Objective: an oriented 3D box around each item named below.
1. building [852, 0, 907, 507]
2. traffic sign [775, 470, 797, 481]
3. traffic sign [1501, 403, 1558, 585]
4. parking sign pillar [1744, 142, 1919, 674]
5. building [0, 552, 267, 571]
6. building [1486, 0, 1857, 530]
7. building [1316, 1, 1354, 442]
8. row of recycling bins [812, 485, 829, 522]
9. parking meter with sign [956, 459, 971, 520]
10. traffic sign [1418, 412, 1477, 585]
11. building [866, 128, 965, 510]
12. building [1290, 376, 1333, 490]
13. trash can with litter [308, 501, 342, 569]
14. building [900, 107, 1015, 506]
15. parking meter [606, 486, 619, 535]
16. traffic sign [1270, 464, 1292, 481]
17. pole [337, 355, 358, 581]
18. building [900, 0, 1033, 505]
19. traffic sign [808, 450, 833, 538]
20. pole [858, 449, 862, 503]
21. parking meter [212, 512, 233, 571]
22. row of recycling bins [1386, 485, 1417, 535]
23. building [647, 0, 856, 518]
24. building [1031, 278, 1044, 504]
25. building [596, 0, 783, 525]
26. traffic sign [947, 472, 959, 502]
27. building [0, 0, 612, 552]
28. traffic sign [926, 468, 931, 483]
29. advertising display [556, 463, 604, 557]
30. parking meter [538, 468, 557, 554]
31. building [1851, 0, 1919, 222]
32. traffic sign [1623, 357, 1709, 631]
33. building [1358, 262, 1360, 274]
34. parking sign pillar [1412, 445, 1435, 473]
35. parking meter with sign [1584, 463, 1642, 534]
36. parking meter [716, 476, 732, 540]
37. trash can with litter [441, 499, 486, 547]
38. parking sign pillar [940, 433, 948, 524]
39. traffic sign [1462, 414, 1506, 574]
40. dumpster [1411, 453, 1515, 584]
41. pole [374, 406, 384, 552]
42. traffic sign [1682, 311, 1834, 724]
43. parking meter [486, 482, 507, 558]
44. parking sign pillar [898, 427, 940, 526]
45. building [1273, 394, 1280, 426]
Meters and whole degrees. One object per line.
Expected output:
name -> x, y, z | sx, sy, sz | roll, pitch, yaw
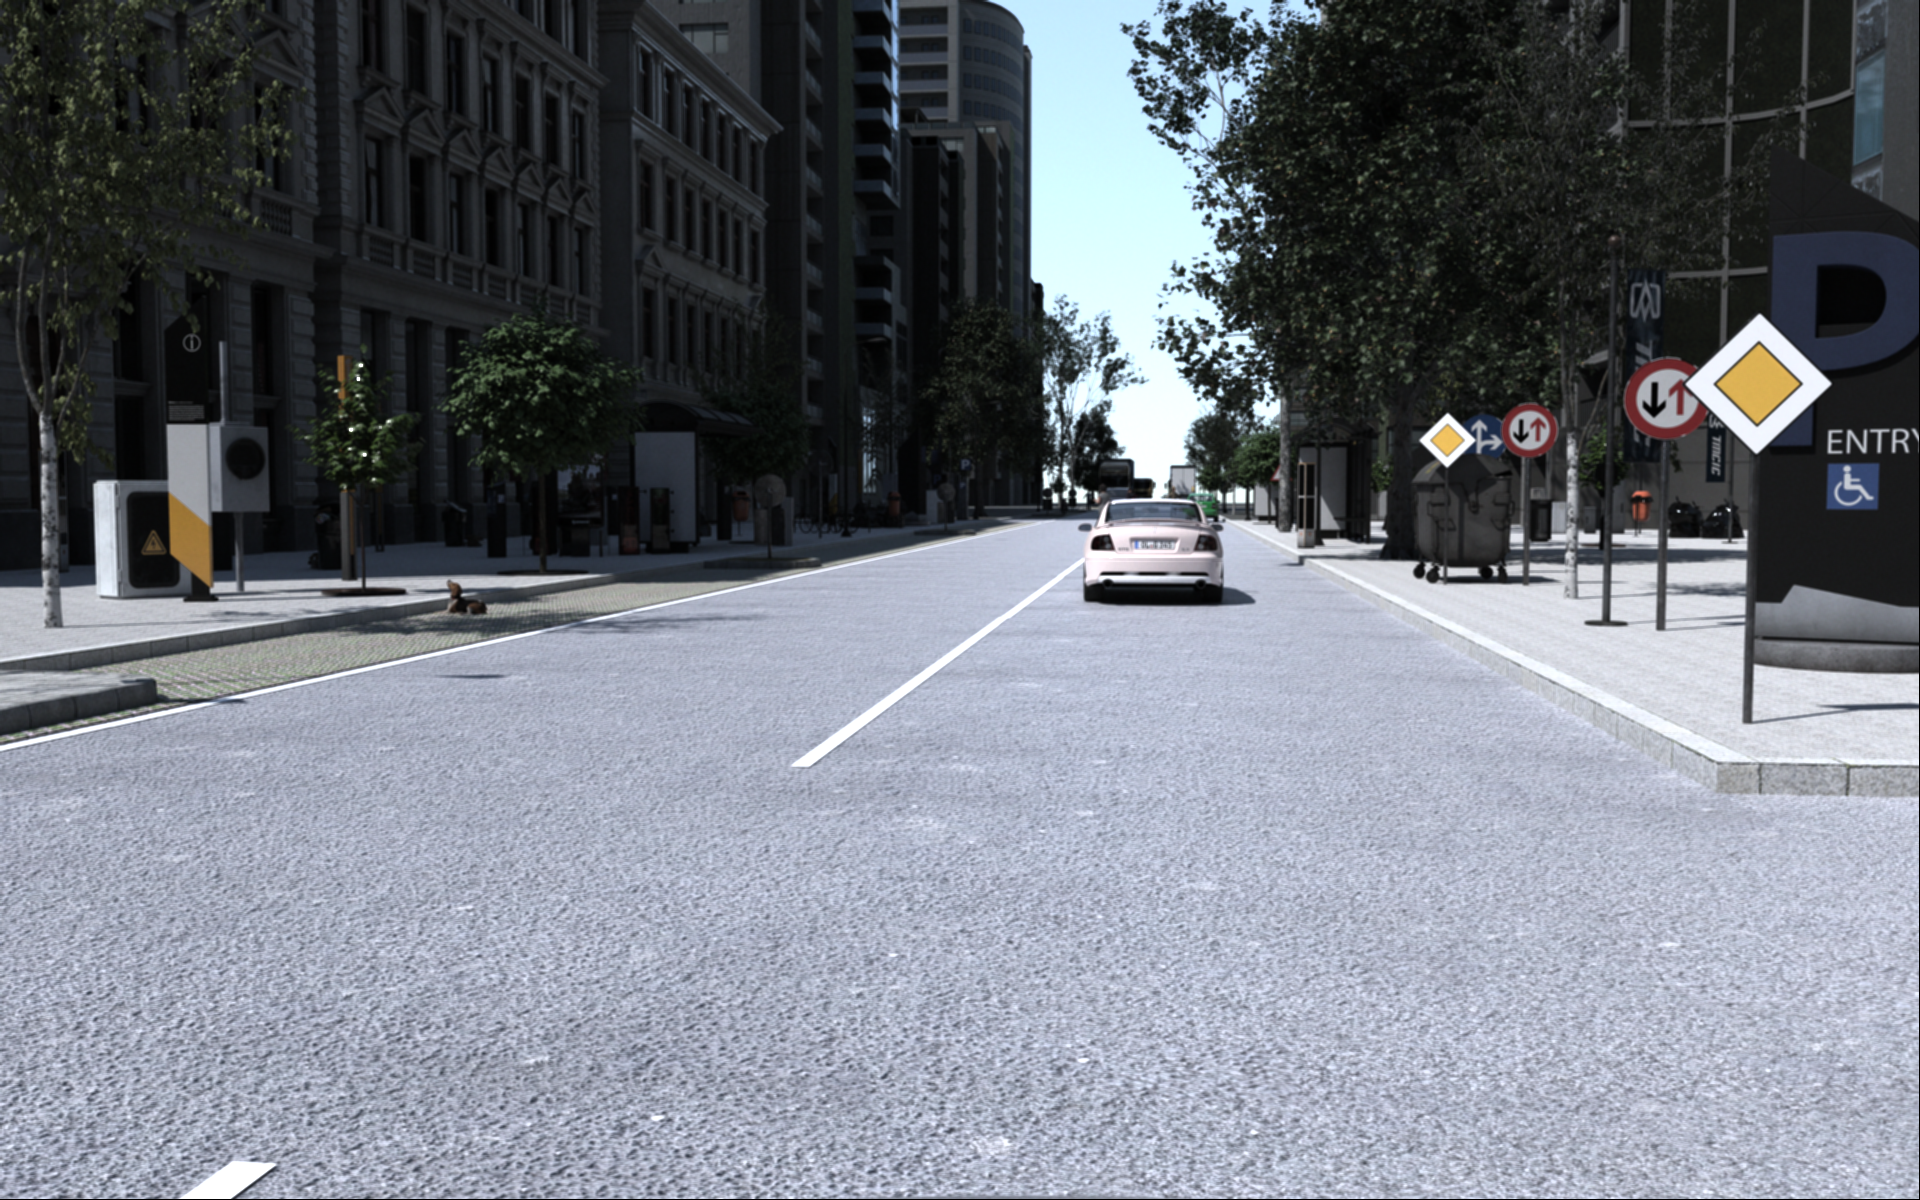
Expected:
building -> -15.082, -49.189, 116.917 | 22.319, 86.520, 31.000 | 0, 4, 7
traffic sign -> -5.005, -2.980, 48.732 | 0.884, 2.594, 0.081 | 1, 4, 15
traffic sign -> 7.952, -1.477, 24.261 | 0.768, 2.556, 0.104 | 1, 4, 9
parking sign pillar -> 6.713, -1.498, 12.965 | 1.447, 3.967, 1.447 | 2, 4, 32
building -> -20.484, -12.323, 30.364 | 11.050, 23.489, 19.941 | 0, 4, 7
building -> 32.250, -38.299, 64.440 | 20.563, 71.187, 20.611 | 0, 4, 7
building -> 42.463, -33.335, 134.262 | 28.713, 52.752, 27.495 | 0, 4, 7
row of recycling bins -> -6.453, -4.525, 81.104 | 1.069, 1.692, 3.534 | 0, 4, -5
parking meter with sign -> 0.155, -5.453, 85.417 | 0.543, 3.016, 1.738 | 1, 4, 9
traffic sign -> 6.871, -1.424, 24.466 | 0.795, 2.450, 0.064 | 1, 4, 14
building -> -7.343, -22.548, 140.359 | 14.160, 30.474, 14.107 | 0, 4, 7
building -> 42.533, -30.855, 188.080 | 14.154, 41.232, 14.086 | 0, 4, 7
trash can with litter -> -10.872, -1.114, 29.600 | 0.624, 1.170, 1.055 | -3, 5, -42
building -> -1.815, -30.672, 185.077 | 14.154, 41.232, 14.086 | 0, 4, 7
parking meter -> -10.805, -2.781, 53.875 | 0.372, 1.533, 0.369 | 0, 3, 0
traffic sign -> 12.840, -4.236, 69.264 | 0.884, 2.594, 0.081 | 1, 4, 12
pole -> -9.056, -1.942, 25.601 | 0.158, 3.312, 0.155 | 0, 3, 0
building -> -3.097, -40.669, 206.929 | 21.231, 58.520, 28.212 | 0, 4, 7
traffic sign -> -4.070, -3.075, 50.390 | 0.768, 2.556, 0.104 | 1, 4, 10
pole -> -4.511, -5.150, 78.048 | 0.158, 3.312, 0.155 | 0, 3, 0
parking meter -> -12.432, -1.264, 29.076 | 0.372, 1.533, 0.369 | 0, 3, 0
row of recycling bins -> 14.632, -2.824, 53.288 | 1.069, 1.692, 3.534 | -3, 5, -40
building -> -13.917, -25.167, 95.076 | 14.154, 41.232, 14.086 | 0, 4, 7
building -> 3.551, -27.944, 228.588 | 14.160, 30.474, 14.107 | 0, 4, 7
building -> -15.174, -14.330, 70.456 | 11.583, 22.565, 21.152 | 0, 4, 7
traffic sign -> -0.325, -4.795, 80.532 | 0.606, 2.300, 0.079 | 1, 4, 12
building -> -18.163, -13.532, 50.133 | 11.050, 23.489, 19.941 | 0, 4, 7
traffic sign -> -1.747, -5.018, 82.150 | 0.768, 2.556, 0.104 | 1, 4, 9
advertising display -> -7.758, -1.844, 35.371 | 0.974, 1.923, 0.123 | 0, 4, 5
parking meter -> -8.821, -1.916, 37.041 | 0.255, 1.863, 0.399 | -3, 5, -40
building -> 30.427, -24.767, 24.545 | 30.456, 49.044, 23.786 | 0, 4, 7
traffic sign -> 6.593, -0.985, 16.217 | 0.768, 2.556, 0.104 | 1, 4, 13
building -> 33.232, -20.998, 115.010 | 14.160, 30.474, 14.107 | 0, 4, 7
parking sign pillar -> 21.679, -5.685, 81.422 | 1.447, 3.967, 1.447 | 3, 5, 40
parking meter with sign -> 21.073, -3.645, 55.855 | 1.738, 3.016, 0.543 | 1, 4, 15
parking meter -> -6.546, -2.594, 48.123 | 0.255, 1.863, 0.399 | 3, 4, 38
trash can with litter -> -12.079, -1.885, 42.204 | 1.055, 1.170, 0.624 | 1, 4, 10
parking sign pillar -> -1.001, -5.347, 75.887 | 1.447, 3.967, 1.447 | 0, 4, -1
traffic sign -> 8.355, -1.688, 27.709 | 0.768, 2.556, 0.104 | 1, 4, 17
dumpster -> 7.392, -1.206, 25.482 | 1.264, 1.857, 1.865 | 0, 4, 7
pole -> -12.881, -2.722, 38.348 | 0.158, 3.312, 0.155 | 0, 3, 0
traffic sign -> 4.400, -0.366, 9.623 | 0.795, 2.450, 0.064 | 0, 4, 7
parking meter -> -9.373, -1.628, 35.024 | 0.372, 1.533, 0.369 | 0, 3, 0
parking sign pillar -> -1.942, -4.997, 70.173 | 1.447, 3.967, 1.447 | -3, 5, -42
building -> 52.388, -36.986, 224.331 | 23.786, 49.044, 30.456 | 0, 4, 7
